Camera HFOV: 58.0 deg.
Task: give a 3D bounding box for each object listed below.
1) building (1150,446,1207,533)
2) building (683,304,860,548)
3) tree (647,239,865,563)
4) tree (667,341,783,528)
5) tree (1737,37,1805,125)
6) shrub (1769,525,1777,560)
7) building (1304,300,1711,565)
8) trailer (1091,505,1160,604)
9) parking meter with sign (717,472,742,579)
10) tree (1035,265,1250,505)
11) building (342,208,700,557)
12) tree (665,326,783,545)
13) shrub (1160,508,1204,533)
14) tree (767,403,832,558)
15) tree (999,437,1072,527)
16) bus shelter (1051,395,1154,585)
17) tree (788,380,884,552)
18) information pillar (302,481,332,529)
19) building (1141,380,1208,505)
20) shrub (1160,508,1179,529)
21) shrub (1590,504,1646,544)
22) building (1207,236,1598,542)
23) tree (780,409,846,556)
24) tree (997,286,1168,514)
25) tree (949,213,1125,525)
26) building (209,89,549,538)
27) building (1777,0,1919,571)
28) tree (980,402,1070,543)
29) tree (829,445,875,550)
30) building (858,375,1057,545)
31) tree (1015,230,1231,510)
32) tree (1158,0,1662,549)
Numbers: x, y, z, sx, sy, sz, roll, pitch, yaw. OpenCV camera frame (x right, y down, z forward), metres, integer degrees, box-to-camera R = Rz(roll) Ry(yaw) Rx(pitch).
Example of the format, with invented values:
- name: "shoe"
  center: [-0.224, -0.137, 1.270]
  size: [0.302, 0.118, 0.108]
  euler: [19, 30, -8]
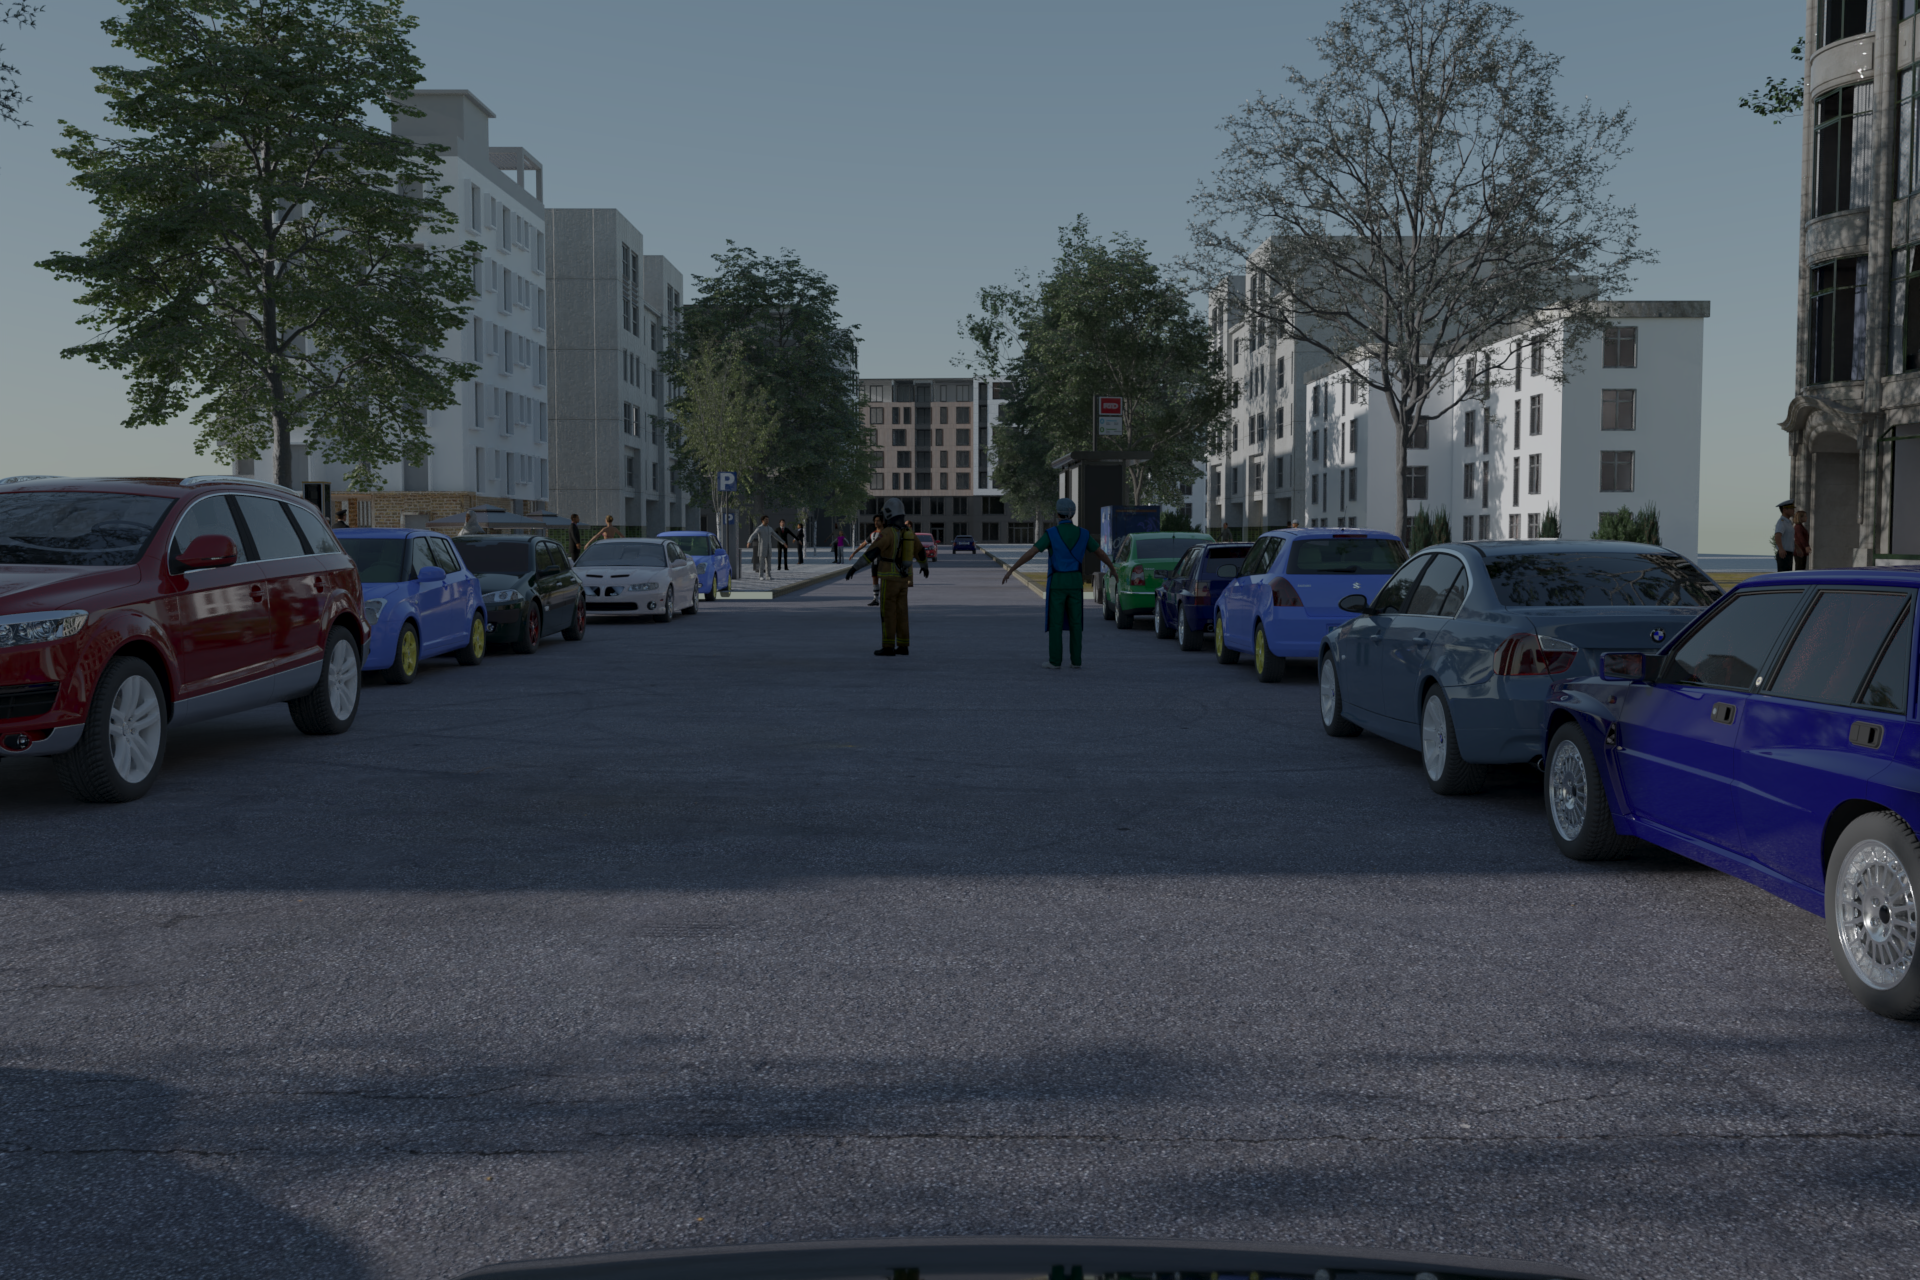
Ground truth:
- name: "building"
  center: [24.214, -13.789, 167.598]
  size: [9.099, 9.664, 28.070]
  euler: [0, 4, 0]
- name: "building"
  center: [-24.896, -19.973, 170.538]
  size: [27.936, 21.610, 32.646]
  euler: [0, 4, 1]
- name: "tree"
  center: [-8.806, -10.379, 76.351]
  size: [9.857, 13.997, 8.962]
  euler: [0, 3, 0]
- name: "tree"
  center: [-9.101, -7.135, 67.025]
  size: [4.737, 8.622, 4.395]
  euler: [0, 3, 0]
- name: "tree"
  center: [27.841, -11.732, 47.710]
  size: [12.611, 20.169, 13.585]
  euler: [0, 3, 0]
- name: "shrub"
  center: [28.015, -3.274, 57.957]
  size: [1.690, 2.028, 1.600]
  euler: [0, 3, 0]
- name: "building"
  center: [22.401, -8.212, 76.411]
  size: [9.099, 9.664, 28.070]
  euler: [0, 4, 0]
- name: "trailer"
  center: [3.502, -1.798, 36.445]
  size: [1.471, 1.999, 3.904]
  euler: [0, 3, 0]
- name: "parking meter with sign"
  center: [-6.510, -3.241, 49.249]
  size: [0.543, 3.016, 1.738]
  euler: [0, 4, -1]
- name: "tree"
  center: [6.324, -7.641, 59.336]
  size: [8.767, 10.594, 7.601]
  euler: [3, 5, 43]
- name: "building"
  center: [-27.148, -14.895, 109.992]
  size: [16.747, 18.905, 31.486]
  euler: [0, 4, -1]
- name: "tree"
  center: [-8.608, -6.803, 61.595]
  size: [4.360, 8.622, 3.978]
  euler: [0, 3, 0]
- name: "shrub"
  center: [6.044, -2.692, 48.431]
  size: [1.690, 2.028, 1.600]
  euler: [0, 3, 0]
- name: "tree"
  center: [-8.219, -8.794, 94.146]
  size: [4.360, 8.622, 3.978]
  euler: [0, 3, 0]
- name: "tree"
  center: [6.877, -11.717, 125.979]
  size: [8.767, 10.594, 7.601]
  euler: [-1, 4, -23]
- name: "bus shelter"
  center: [3.736, -4.301, 47.948]
  size: [2.179, 5.291, 8.768]
  euler: [0, 4, -2]
- name: "tree"
  center: [-9.212, -12.624, 124.528]
  size: [7.486, 12.596, 7.792]
  euler: [0, 3, 0]
- name: "information pillar"
  center: [-9.010, -1.212, 24.312]
  size: [0.304, 2.012, 0.304]
  euler: [0, 4, -1]
- name: "building"
  center: [24.168, -21.548, 208.728]
  size: [16.016, 20.090, 11.380]
  euler: [0, 3, 0]
- name: "shrub"
  center: [6.134, -2.925, 51.869]
  size: [1.661, 2.075, 1.752]
  euler: [0, 3, 0]
- name: "shrub"
  center: [17.310, -2.527, 45.362]
  size: [1.661, 2.075, 1.752]
  euler: [0, 3, 0]
- name: "building"
  center: [26.676, -14.982, 111.413]
  size: [16.747, 18.905, 31.486]
  euler: [0, 4, 0]
- name: "tree"
  center: [-8.600, -9.271, 101.943]
  size: [4.737, 8.622, 4.395]
  euler: [0, 3, 0]
- name: "tree"
  center: [6.444, -10.991, 86.366]
  size: [9.857, 13.997, 8.962]
  euler: [0, 3, 0]
- name: "tree"
  center: [5.711, -15.222, 104.762]
  size: [12.611, 20.169, 13.585]
  euler: [0, 3, 0]
- name: "building"
  center: [-25.914, -13.379, 75.173]
  size: [16.016, 20.090, 11.380]
  euler: [0, 4, 0]
- name: "building"
  center: [25.451, -12.596, 22.591]
  size: [14.369, 24.946, 33.146]
  euler: [0, 4, 0]
- name: "tree"
  center: [6.536, -14.537, 144.329]
  size: [9.857, 13.997, 8.962]
  euler: [0, 3, 0]
- name: "tree"
  center: [-8.436, -11.507, 138.499]
  size: [4.360, 8.622, 3.978]
  euler: [0, 3, 0]
- name: "building"
  center: [0.616, -23.789, 235.378]
  size: [32.646, 21.610, 27.936]
  euler: [0, 4, 5]
- name: "tree"
  center: [7.059, -10.176, 73.036]
  size: [9.857, 13.997, 8.962]
  euler: [0, 3, 0]
- name: "tree"
  center: [9.409, -7.713, 36.471]
  size: [12.009, 13.543, 11.850]
  euler: [0, 3, 0]
